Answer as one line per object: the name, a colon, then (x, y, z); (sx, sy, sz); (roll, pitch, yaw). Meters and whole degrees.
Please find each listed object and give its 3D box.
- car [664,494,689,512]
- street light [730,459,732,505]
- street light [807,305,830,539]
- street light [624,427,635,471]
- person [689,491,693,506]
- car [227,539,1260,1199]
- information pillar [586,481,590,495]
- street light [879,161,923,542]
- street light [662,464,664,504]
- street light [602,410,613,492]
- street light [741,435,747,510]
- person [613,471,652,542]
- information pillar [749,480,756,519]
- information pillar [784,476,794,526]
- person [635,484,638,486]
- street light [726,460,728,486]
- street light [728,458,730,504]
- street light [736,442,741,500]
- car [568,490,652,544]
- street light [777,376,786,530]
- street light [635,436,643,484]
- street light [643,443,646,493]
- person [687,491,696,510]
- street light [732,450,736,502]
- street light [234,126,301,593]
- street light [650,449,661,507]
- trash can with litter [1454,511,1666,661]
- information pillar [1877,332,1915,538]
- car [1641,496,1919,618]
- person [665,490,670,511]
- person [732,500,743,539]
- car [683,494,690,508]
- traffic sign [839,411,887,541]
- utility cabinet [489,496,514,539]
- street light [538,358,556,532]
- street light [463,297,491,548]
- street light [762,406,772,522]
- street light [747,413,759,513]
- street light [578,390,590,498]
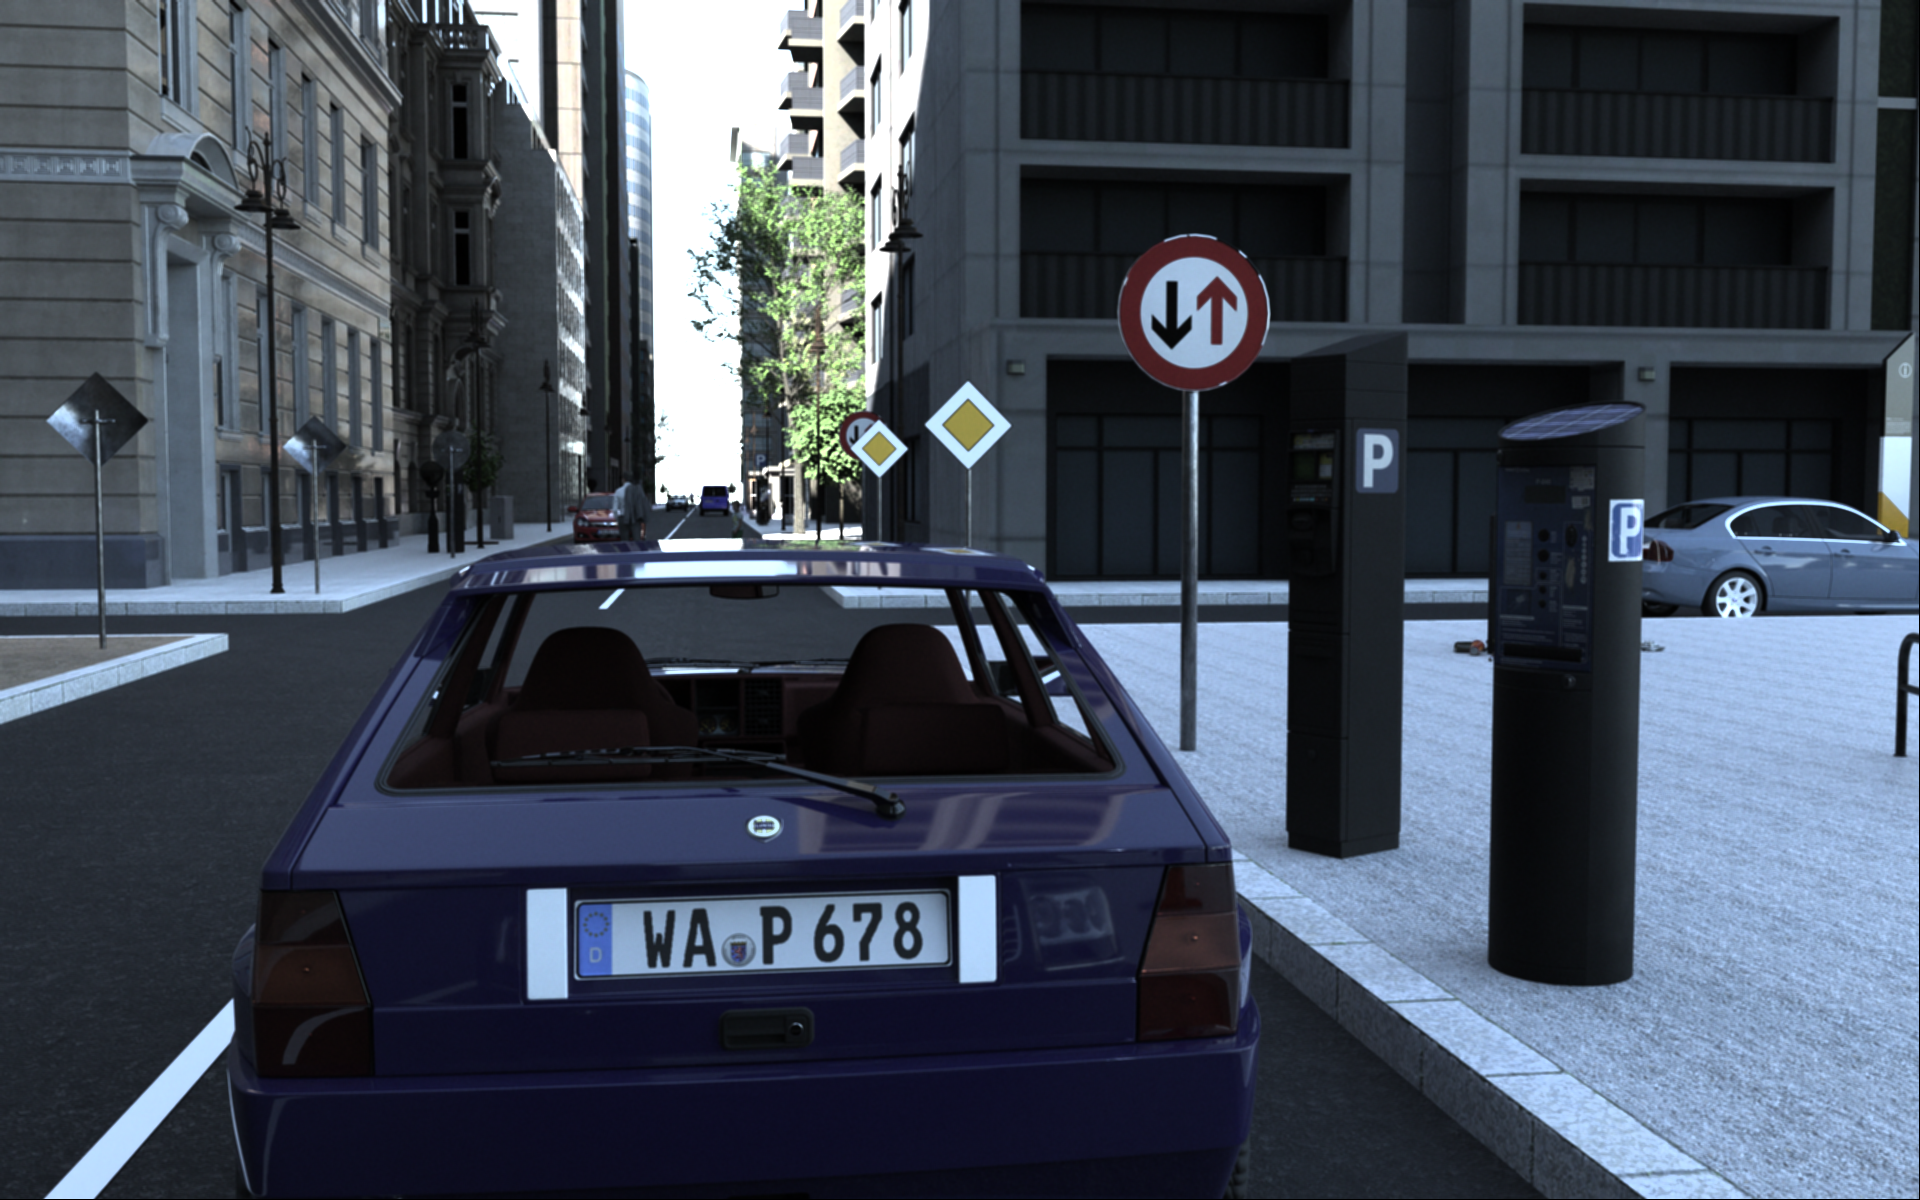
car: (-23.346, -8.129, 142.700); (2.009, 1.686, 4.222); (-1, 4, -9)
street light: (-22.448, -12.247, 173.029); (0.468, 5.910, 1.993); (-1, 4, -8)
street light: (-3.478, -4.265, 42.525); (0.468, 5.910, 1.993); (-1, 4, -8)
street light: (-22.324, -8.781, 116.353); (0.468, 5.910, 1.993); (-1, 4, -8)
person: (-33.222, -12.556, 213.884); (0.705, 1.812, 1.348); (-3, 5, -40)
car: (-0.546, 0.498, 4.442); (1.945, 1.354, 3.894); (0, 4, -8)
information pillar: (-20.508, -5.531, 94.928); (0.304, 2.012, 0.304); (2, 4, 31)
street light: (-0.840, -3.162, 24.484); (0.468, 5.910, 1.993); (-1, 4, -8)
street light: (-34.432, -13.801, 198.432); (0.468, 5.910, 1.993); (-1, 4, -8)
street light: (-19.834, -7.662, 98.055); (0.468, 5.910, 1.993); (-1, 4, -8)
street light: (-14.434, -8.864, 117.714); (0.468, 5.910, 1.993); (-1, 4, -8)
person: (-5.776, -1.340, 30.513); (0.679, 1.850, 0.850); (-1, 4, -16)
information pillar: (-10.635, -5.165, 88.941); (0.304, 2.012, 0.304); (-2, 4, -24)
information pillar: (-6.981, -4.049, 70.692); (0.304, 2.012, 0.304); (2, 4, 25)
person: (-11.575, -3.230, 61.666); (0.721, 1.781, 0.623); (-1, 4, -20)
street light: (-26.548, -13.952, 200.904); (0.468, 5.910, 1.993); (-1, 4, -8)
street light: (-23.986, -12.848, 182.852); (0.468, 5.910, 1.993); (-1, 4, -8)
street light: (-17.171, -10.003, 136.330); (0.468, 5.910, 1.993); (-1, 4, -8)
car: (-9.180, -2.230, 45.504); (2.155, 1.783, 4.494); (-1, 4, -10)
street light: (-6.254, -5.406, 61.170); (0.468, 5.910, 1.993); (-1, 4, -8)
street light: (-25.107, -9.883, 134.373); (0.468, 5.910, 1.993); (-1, 4, -8)
street light: (-27.923, -11.041, 153.300); (0.468, 5.910, 1.993); (-1, 4, -8)
person: (-23.453, -8.703, 151.739); (0.756, 1.711, 0.436); (1, 4, 16)
street light: (-19.791, -11.106, 154.374); (0.468, 5.910, 1.993); (-1, 4, -8)
street light: (-8.852, -3.027, 22.287); (0.468, 5.910, 1.993); (-1, 4, -8)
street light: (-31.716, -12.695, 180.350); (0.468, 5.910, 1.993); (-1, 4, -8)
trash can with litter: (4.890, -0.178, 13.961); (2.233, 1.210, 1.678); (-1, 4, -20)
information pillar: (13.561, -2.063, 25.091); (0.504, 3.616, 0.183); (-1, 4, -14)
car: (9.370, -0.454, 19.429); (4.499, 1.417, 2.014); (-1, 4, -9)
person: (-24.531, -8.382, 146.068); (0.721, 1.766, 1.217); (2, 4, 27)
person: (-4.809, -1.516, 37.540); (0.306, 1.304, 0.590); (2, 4, 24)
car: (-29.980, -10.641, 185.785); (2.131, 1.459, 4.920); (0, 4, -7)
traffic sign: (-1.467, -1.616, 26.534); (0.768, 2.556, 0.104); (0, 4, 1)
utility cabinet: (-13.076, -2.337, 49.376); (0.306, 1.237, 1.020); (-3, 4, -38)
street light: (-14.053, -5.277, 59.068); (0.468, 5.910, 1.993); (-1, 4, -8)
street light: (-11.362, -4.165, 40.884); (0.468, 5.910, 1.993); (-1, 4, -8)
street light: (-8.806, -6.510, 79.223); (0.468, 5.910, 1.993); (-1, 4, -8)
street light: (-11.810, -7.747, 99.447); (0.468, 5.910, 1.993); (-1, 4, -8)
street light: (-16.718, -6.380, 77.105); (0.468, 5.910, 1.993); (-1, 4, -8)
